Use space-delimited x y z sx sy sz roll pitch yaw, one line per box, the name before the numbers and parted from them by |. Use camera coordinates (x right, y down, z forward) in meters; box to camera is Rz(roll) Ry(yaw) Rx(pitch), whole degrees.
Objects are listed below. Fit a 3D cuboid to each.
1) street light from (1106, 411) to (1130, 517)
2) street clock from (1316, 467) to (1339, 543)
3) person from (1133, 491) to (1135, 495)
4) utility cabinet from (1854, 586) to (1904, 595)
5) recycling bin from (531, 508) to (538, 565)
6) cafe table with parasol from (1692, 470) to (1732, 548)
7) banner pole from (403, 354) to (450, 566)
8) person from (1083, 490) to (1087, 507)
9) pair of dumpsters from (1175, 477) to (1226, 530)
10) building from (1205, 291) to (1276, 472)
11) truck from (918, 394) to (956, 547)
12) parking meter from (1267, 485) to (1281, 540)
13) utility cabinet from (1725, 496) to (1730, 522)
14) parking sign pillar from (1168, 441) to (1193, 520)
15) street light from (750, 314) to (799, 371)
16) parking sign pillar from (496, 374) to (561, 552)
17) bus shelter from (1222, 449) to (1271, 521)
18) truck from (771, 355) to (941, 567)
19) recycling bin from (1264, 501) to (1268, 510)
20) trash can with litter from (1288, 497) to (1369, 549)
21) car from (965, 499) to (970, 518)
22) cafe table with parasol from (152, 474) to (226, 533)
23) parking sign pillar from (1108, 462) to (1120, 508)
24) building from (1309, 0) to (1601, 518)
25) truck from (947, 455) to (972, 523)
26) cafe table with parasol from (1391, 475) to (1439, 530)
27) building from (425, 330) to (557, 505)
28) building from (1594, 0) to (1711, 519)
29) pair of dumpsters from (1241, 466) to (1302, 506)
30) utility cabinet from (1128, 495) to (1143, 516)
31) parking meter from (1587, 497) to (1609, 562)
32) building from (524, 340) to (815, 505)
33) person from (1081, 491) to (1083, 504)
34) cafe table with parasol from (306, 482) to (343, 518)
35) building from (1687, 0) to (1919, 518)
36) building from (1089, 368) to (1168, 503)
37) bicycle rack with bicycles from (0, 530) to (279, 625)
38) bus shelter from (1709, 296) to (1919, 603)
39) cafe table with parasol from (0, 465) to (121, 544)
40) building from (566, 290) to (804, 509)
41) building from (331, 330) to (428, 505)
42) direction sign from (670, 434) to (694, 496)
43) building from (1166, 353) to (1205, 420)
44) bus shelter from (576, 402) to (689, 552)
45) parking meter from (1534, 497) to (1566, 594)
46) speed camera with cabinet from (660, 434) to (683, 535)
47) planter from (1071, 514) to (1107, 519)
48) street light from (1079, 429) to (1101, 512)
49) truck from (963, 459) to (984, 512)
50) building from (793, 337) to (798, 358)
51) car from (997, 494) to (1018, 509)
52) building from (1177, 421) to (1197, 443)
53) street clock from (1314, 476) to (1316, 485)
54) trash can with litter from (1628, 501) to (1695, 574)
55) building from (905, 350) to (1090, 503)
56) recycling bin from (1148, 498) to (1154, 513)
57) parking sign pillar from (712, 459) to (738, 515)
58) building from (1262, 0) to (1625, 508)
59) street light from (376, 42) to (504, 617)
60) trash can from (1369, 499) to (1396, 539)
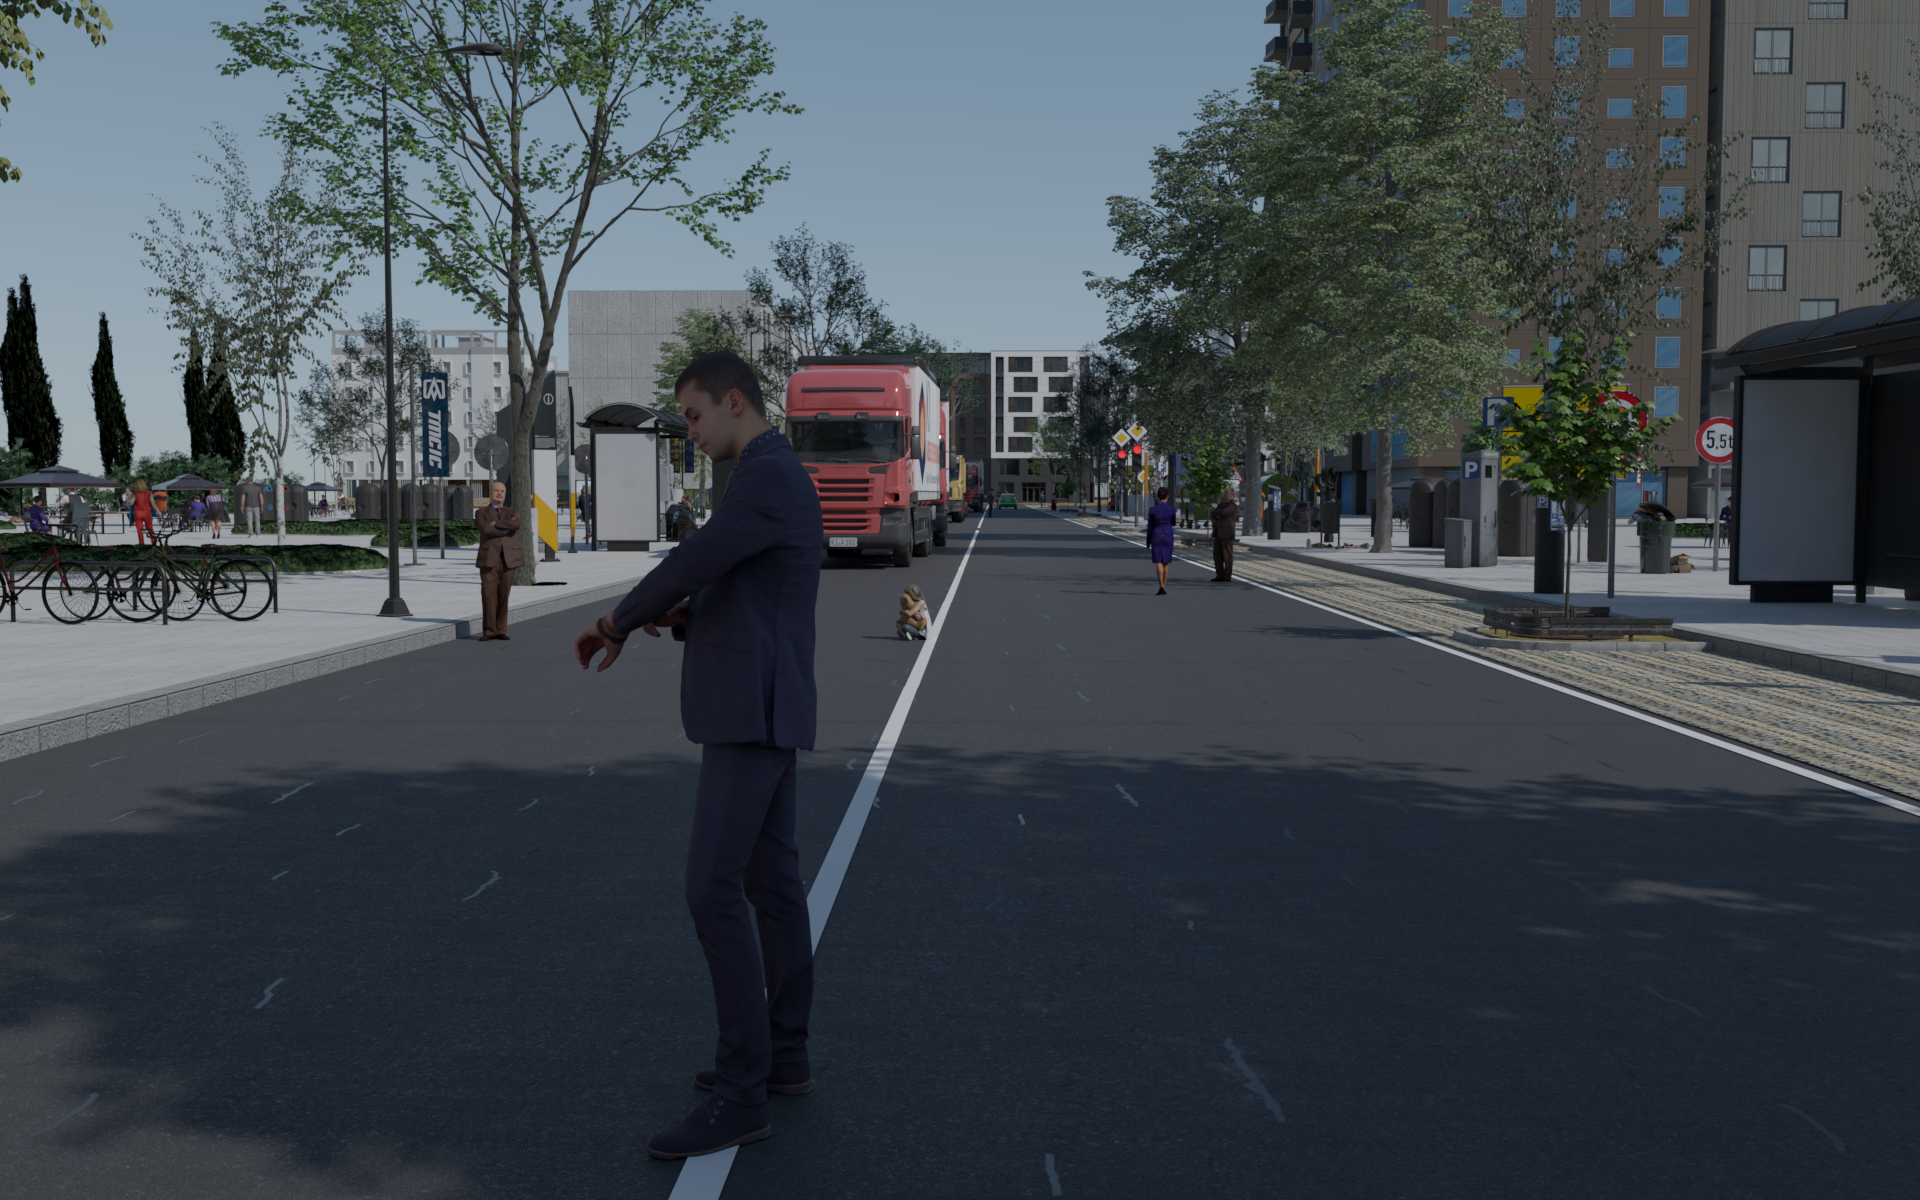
street light | 8.788 -7.578 96.442 1.470 5.913 1.316 0 4 1
street clock | 9.765 -2.522 45.800 0.471 2.002 0.358 -3 4 -37
person | 19.100 -11.264 190.147 0.705 1.831 1.348 2 4 26
utility cabinet | 12.015 -0.688 22.412 1.020 1.237 0.306 -2 4 -31
recycling bin | -8.087 -1.139 31.182 0.722 1.027 0.722 3 5 44
cafe table with parasol | 18.553 -2.200 40.840 2.610 1.966 2.610 -2 4 -31
banner pole | -9.622 -2.521 31.237 0.863 3.779 0.401 -1 4 -20
person | 12.372 -10.104 171.792 0.434 1.755 0.990 1 4 12
pair of dumpsters | 8.972 -3.767 64.086 1.574 2.255 4.437 0 4 1
building | 32.367 -18.920 165.758 16.016 20.091 11.380 0 4 1
truck | -1.547 -3.771 50.573 2.839 4.237 11.283 0 4 0
parking meter | 8.794 -2.451 48.485 0.372 1.533 0.369 0 3 0
utility cabinet | 27.944 -3.109 61.988 1.020 1.237 0.306 3 5 44
parking sign pillar | 9.974 -5.479 78.047 1.447 3.967 1.447 -3 4 -37
street light | -4.859 -4.427 44.915 1.470 5.913 1.316 0 4 1
parking sign pillar | -9.740 -3.086 38.925 1.447 3.967 1.447 -1 4 -20
bus shelter | 12.756 -5.214 79.178 2.014 3.302 5.546 0 4 1
truck | -1.964 -2.961 37.324 2.839 4.237 11.283 0 4 3
recycling bin | 10.557 -2.886 59.737 0.722 1.027 0.722 0 4 -6
trash can with litter | 8.986 -1.820 40.815 1.678 1.210 2.233 -3 5 -42
car | -0.452 -5.950 106.323 2.155 1.783 4.494 0 4 1
cafe table with parasol | -26.007 -3.277 58.440 2.610 1.966 2.610 1 4 18
parking sign pillar | 13.259 -9.688 146.867 1.447 3.967 1.447 2 4 33
building | 30.771 -28.169 110.676 14.600 45.320 14.200 0 4 1
truck | -1.065 -5.659 88.441 3.469 3.379 9.791 0 4 1
cafe table with parasol | 16.755 -3.549 62.899 2.610 1.966 2.610 2 4 27
building | -54.754 -21.358 205.630 11.380 20.091 16.016 0 4 1
building | 30.630 -27.147 93.959 14.200 45.320 14.600 0 4 1
pair of dumpsters | 11.223 -3.668 62.467 1.574 2.255 4.437 0 4 1
utility cabinet | 10.429 -5.585 102.478 1.020 1.237 0.306 2 4 24
parking meter | 12.017 -1.648 32.658 0.399 1.863 0.255 1 4 16
building | -33.344 -20.659 204.236 31.486 18.905 16.747 0 4 1
person | 15.613 -13.244 223.095 0.721 1.766 1.217 0 4 4
cafe table with parasol | -35.206 -5.516 95.053 2.610 1.966 2.610 -2 4 -25
building | 51.599 -31.236 99.942 27.495 52.752 28.713 0 4 1
building | 24.803 -24.396 255.293 11.380 20.091 16.016 0 4 1
bicycle rack with bicycles | -8.314 -0.272 17.834 2.925 0.926 2.852 1 4 14
bus shelter | 9.853 -1.465 17.869 2.014 3.302 5.546 0 4 1
cafe table with parasol | -21.404 -2.222 41.190 2.610 1.966 2.610 -1 4 -8
building | -25.317 -18.329 166.139 16.747 18.905 31.486 0 4 1
building | -66.131 -21.375 205.895 11.380 20.091 16.016 0 4 1
direction sign | -10.337 -4.435 64.506 0.876 3.537 0.379 -1 4 -9
building | 46.914 -25.459 260.225 32.646 21.610 27.936 0 4 1
bus shelter | -7.418 -2.880 41.008 2.014 3.302 5.546 0 4 1
parking meter | 7.610 -0.852 22.338 0.372 1.533 0.369 0 3 0
speed camera with cabinet | -9.272 -3.700 54.826 0.660 3.252 2.038 0 4 4
planter | 7.430 -4.835 100.189 1.991 0.319 1.994 0 4 1
street light | 9.336 -9.185 122.712 1.470 5.913 1.316 0 4 1
truck | 0.499 -9.190 139.170 2.839 4.237 11.283 0 4 3
building | -25.470 -20.257 187.621 16.016 20.091 11.380 0 4 1
car | 4.531 -9.518 164.422 1.959 1.807 4.718 0 4 1
building | 30.075 -15.639 197.838 9.099 9.664 28.070 0 4 1
street clock | 12.575 -3.412 60.352 0.471 2.002 0.358 -3 5 -40
trash can with litter | 11.384 -1.020 28.064 1.055 1.170 0.624 -2 4 -32
building | 2.498 -25.466 260.338 32.646 21.610 27.936 0 4 1
recycling bin | 12.627 -6.180 113.594 0.722 1.027 0.722 2 4 29
parking sign pillar | -6.927 -3.949 53.042 1.447 3.967 1.447 1 4 20
building | 35.180 -29.276 133.285 22.147 44.769 28.867 0 4 1
street light | -5.392 -2.779 17.984 1.470 5.913 1.316 0 4 1
trash can | 11.954 -2.289 49.081 0.748 1.137 0.748 0 3 0
